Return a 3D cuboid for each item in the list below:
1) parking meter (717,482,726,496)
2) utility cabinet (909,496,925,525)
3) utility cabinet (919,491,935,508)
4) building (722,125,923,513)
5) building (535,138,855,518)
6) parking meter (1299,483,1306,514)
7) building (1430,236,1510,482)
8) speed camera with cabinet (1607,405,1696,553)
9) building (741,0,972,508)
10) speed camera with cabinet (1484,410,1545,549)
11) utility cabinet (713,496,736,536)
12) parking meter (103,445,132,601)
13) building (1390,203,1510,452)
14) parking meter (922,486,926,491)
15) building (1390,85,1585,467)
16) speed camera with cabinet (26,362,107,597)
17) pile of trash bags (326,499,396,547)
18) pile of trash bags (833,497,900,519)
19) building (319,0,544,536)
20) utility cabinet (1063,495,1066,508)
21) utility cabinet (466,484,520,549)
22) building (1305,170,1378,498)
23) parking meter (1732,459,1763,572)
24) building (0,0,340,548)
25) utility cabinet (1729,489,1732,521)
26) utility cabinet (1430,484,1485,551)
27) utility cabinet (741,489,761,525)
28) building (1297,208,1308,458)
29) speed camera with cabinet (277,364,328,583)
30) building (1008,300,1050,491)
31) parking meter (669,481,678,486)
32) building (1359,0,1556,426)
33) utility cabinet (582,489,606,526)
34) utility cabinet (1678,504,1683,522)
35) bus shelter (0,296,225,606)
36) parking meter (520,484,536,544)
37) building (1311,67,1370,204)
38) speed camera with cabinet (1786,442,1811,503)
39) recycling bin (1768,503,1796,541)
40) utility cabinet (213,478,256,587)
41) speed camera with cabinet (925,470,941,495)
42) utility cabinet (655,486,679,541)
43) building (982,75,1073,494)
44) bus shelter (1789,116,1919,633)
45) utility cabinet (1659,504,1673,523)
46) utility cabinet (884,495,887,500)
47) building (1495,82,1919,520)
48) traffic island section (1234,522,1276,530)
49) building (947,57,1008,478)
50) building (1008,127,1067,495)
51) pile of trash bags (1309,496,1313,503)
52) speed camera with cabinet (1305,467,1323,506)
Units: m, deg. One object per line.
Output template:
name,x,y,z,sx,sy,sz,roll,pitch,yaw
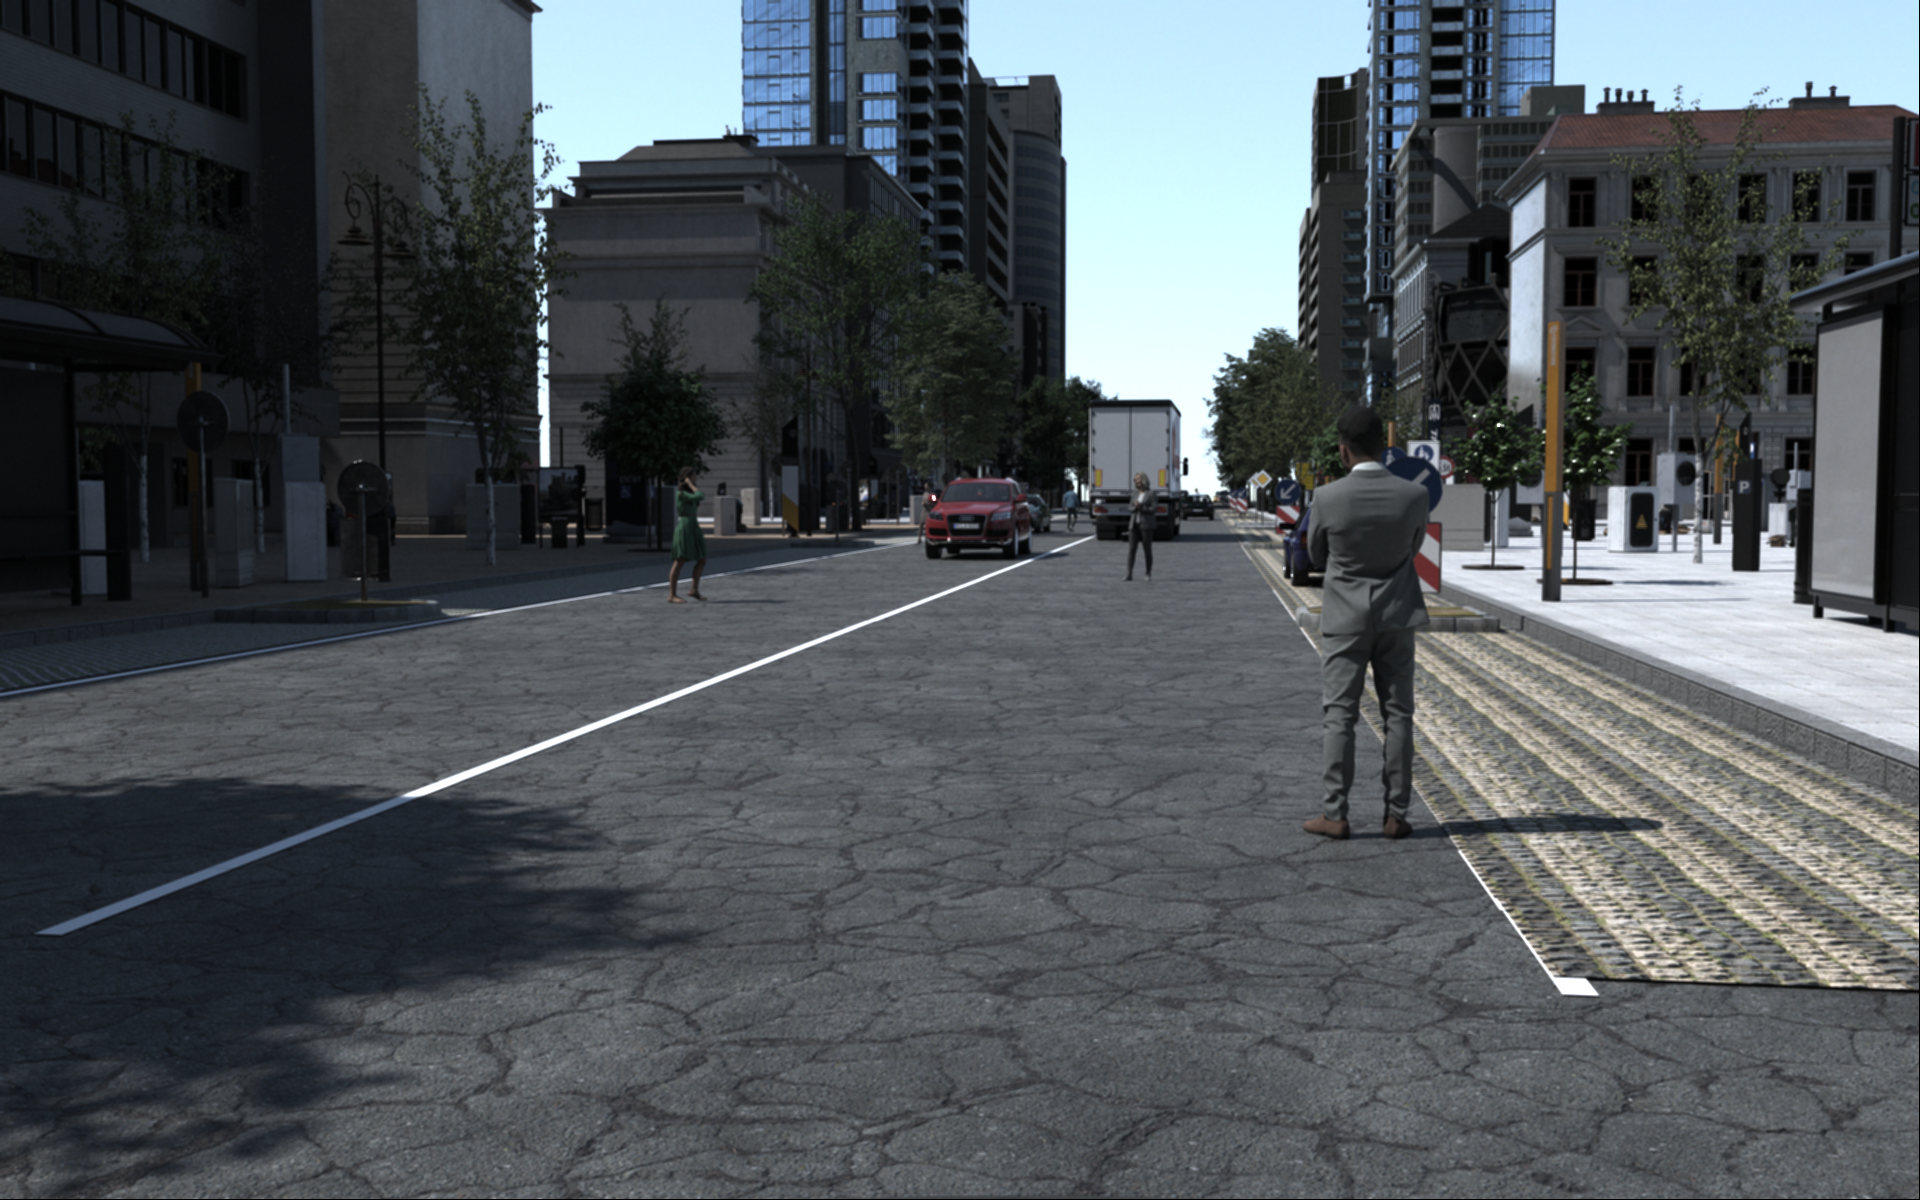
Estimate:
parking meter,-11.736,-4.866,85.270,0.399,1.863,0.255,-1,4,-17
utility cabinet,-1.664,-3.735,72.234,0.306,1.237,1.020,3,4,39
utility cabinet,-2.162,-6.137,109.020,1.173,1.500,0.318,-1,4,-10
building,-11.560,-20.507,128.803,14.314,27.812,24.014,0,4,8
building,-15.144,-16.114,105.260,13.314,21.916,24.055,0,4,8
parking meter,17.785,-5.173,90.296,0.255,1.863,0.399,-3,5,-40
building,41.468,-15.512,121.068,16.820,18.784,16.811,0,4,8
speed camera with cabinet,15.302,-2.684,38.227,2.038,3.252,0.660,-1,4,-22
building,-9.914,-52.477,170.671,22.319,86.520,31.000,0,4,8
speed camera with cabinet,12.989,-2.863,41.143,2.038,3.252,0.660,3,5,41
utility cabinet,-7.227,-2.578,53.314,0.306,1.237,1.020,1,4,18
parking meter,-10.160,-0.928,20.886,0.255,1.863,0.399,-2,4,-24
building,41.215,-18.997,139.483,11.050,23.489,19.941,0,4,8
parking meter,-2.702,-7.627,130.411,0.255,1.863,0.399,-1,4,-18
building,55.667,-29.208,169.427,32.217,40.220,23.993,0,4,8
speed camera with cabinet,-11.456,-1.706,22.233,2.038,3.252,0.660,3,5,44
pile of trash bags,-14.903,-2.016,42.717,1.912,1.369,3.447,-1,4,-18
pile of trash bags,-4.860,-4.765,87.664,3.447,1.369,1.912,-1,4,-23
building,-24.559,-12.812,58.622,18.267,20.994,9.793,0,4,8
utility cabinet,8.903,-8.755,154.305,1.020,1.237,0.306,0,4,-3
utility cabinet,-10.739,-1.904,39.810,1.173,1.500,0.318,-1,4,-17
building,62.521,-38.524,253.571,21.300,48.544,21.600,0,4,8
parking meter,13.064,-1.410,28.770,0.255,1.863,0.399,-3,4,-38
building,-25.831,-13.104,33.320,14.314,24.678,30.058,0,4,8
utility cabinet,36.521,-4.444,81.339,0.318,1.500,1.173,3,5,43
utility cabinet,11.162,-1.848,38.891,1.173,1.500,0.318,1,4,18
utility cabinet,-8.503,-3.772,70.359,0.318,1.500,1.173,-2,4,-34
building,65.015,-39.838,275.055,21.300,48.544,21.600,0,4,8
speed camera with cabinet,-9.829,-1.929,25.882,0.660,3.252,2.038,-1,4,-22
building,5.661,-29.695,257.219,14.160,30.474,14.107,0,4,8
parking meter,-8.150,-2.652,49.075,0.255,1.863,0.399,1,4,12
building,54.842,-54.017,195.846,22.319,86.520,31.000,0,4,8
utility cabinet,-14.523,-3.719,69.481,1.173,1.500,0.318,-1,4,-21
utility cabinet,33.288,-4.272,81.010,1.020,1.237,0.306,-1,4,-10
bus shelter,-9.816,-1.432,17.337,2.014,3.302,5.546,0,4,8
parking meter,-11.180,-2.228,44.831,0.372,1.533,0.369,0,3,0
building,68.420,-52.425,295.392,20.563,71.187,20.611,0,4,8
speed camera with cabinet,32.398,-4.370,65.793,0.660,3.252,2.038,-1,4,-18
recycling bin,22.883,-2.160,47.869,0.722,1.027,0.722,-1,4,-13
utility cabinet,-10.062,-0.941,24.072,0.318,1.500,1.173,-1,4,-12
speed camera with cabinet,-2.046,-8.937,140.457,0.660,3.252,2.038,2,4,32
utility cabinet,-8.193,-2.327,46.719,1.173,1.500,0.318,1,4,15
building,9.239,-52.793,301.409,20.563,71.187,20.611,0,4,8
bus shelter,9.423,-2.362,16.243,2.179,5.291,8.768,0,4,8
utility cabinet,30.666,-4.058,75.035,0.318,1.500,1.173,3,5,44
utility cabinet,-4.945,-6.409,115.947,0.306,1.237,1.020,0,4,-1
building,39.690,-15.555,90.477,21.152,22.565,11.583,0,4,8
traffic island section,13.338,-3.396,77.813,2.009,0.180,2.903,0,4,8
building,-6.257,-35.115,197.826,21.300,48.544,21.600,0,4,8
building,5.405,-44.999,277.728,21.231,58.520,28.212,0,4,8
pile of trash bags,28.389,-7.893,138.805,1.912,1.369,3.447,2,4,33
speed camera with cabinet,19.297,-6.197,95.659,2.038,3.252,0.660,1,4,21
